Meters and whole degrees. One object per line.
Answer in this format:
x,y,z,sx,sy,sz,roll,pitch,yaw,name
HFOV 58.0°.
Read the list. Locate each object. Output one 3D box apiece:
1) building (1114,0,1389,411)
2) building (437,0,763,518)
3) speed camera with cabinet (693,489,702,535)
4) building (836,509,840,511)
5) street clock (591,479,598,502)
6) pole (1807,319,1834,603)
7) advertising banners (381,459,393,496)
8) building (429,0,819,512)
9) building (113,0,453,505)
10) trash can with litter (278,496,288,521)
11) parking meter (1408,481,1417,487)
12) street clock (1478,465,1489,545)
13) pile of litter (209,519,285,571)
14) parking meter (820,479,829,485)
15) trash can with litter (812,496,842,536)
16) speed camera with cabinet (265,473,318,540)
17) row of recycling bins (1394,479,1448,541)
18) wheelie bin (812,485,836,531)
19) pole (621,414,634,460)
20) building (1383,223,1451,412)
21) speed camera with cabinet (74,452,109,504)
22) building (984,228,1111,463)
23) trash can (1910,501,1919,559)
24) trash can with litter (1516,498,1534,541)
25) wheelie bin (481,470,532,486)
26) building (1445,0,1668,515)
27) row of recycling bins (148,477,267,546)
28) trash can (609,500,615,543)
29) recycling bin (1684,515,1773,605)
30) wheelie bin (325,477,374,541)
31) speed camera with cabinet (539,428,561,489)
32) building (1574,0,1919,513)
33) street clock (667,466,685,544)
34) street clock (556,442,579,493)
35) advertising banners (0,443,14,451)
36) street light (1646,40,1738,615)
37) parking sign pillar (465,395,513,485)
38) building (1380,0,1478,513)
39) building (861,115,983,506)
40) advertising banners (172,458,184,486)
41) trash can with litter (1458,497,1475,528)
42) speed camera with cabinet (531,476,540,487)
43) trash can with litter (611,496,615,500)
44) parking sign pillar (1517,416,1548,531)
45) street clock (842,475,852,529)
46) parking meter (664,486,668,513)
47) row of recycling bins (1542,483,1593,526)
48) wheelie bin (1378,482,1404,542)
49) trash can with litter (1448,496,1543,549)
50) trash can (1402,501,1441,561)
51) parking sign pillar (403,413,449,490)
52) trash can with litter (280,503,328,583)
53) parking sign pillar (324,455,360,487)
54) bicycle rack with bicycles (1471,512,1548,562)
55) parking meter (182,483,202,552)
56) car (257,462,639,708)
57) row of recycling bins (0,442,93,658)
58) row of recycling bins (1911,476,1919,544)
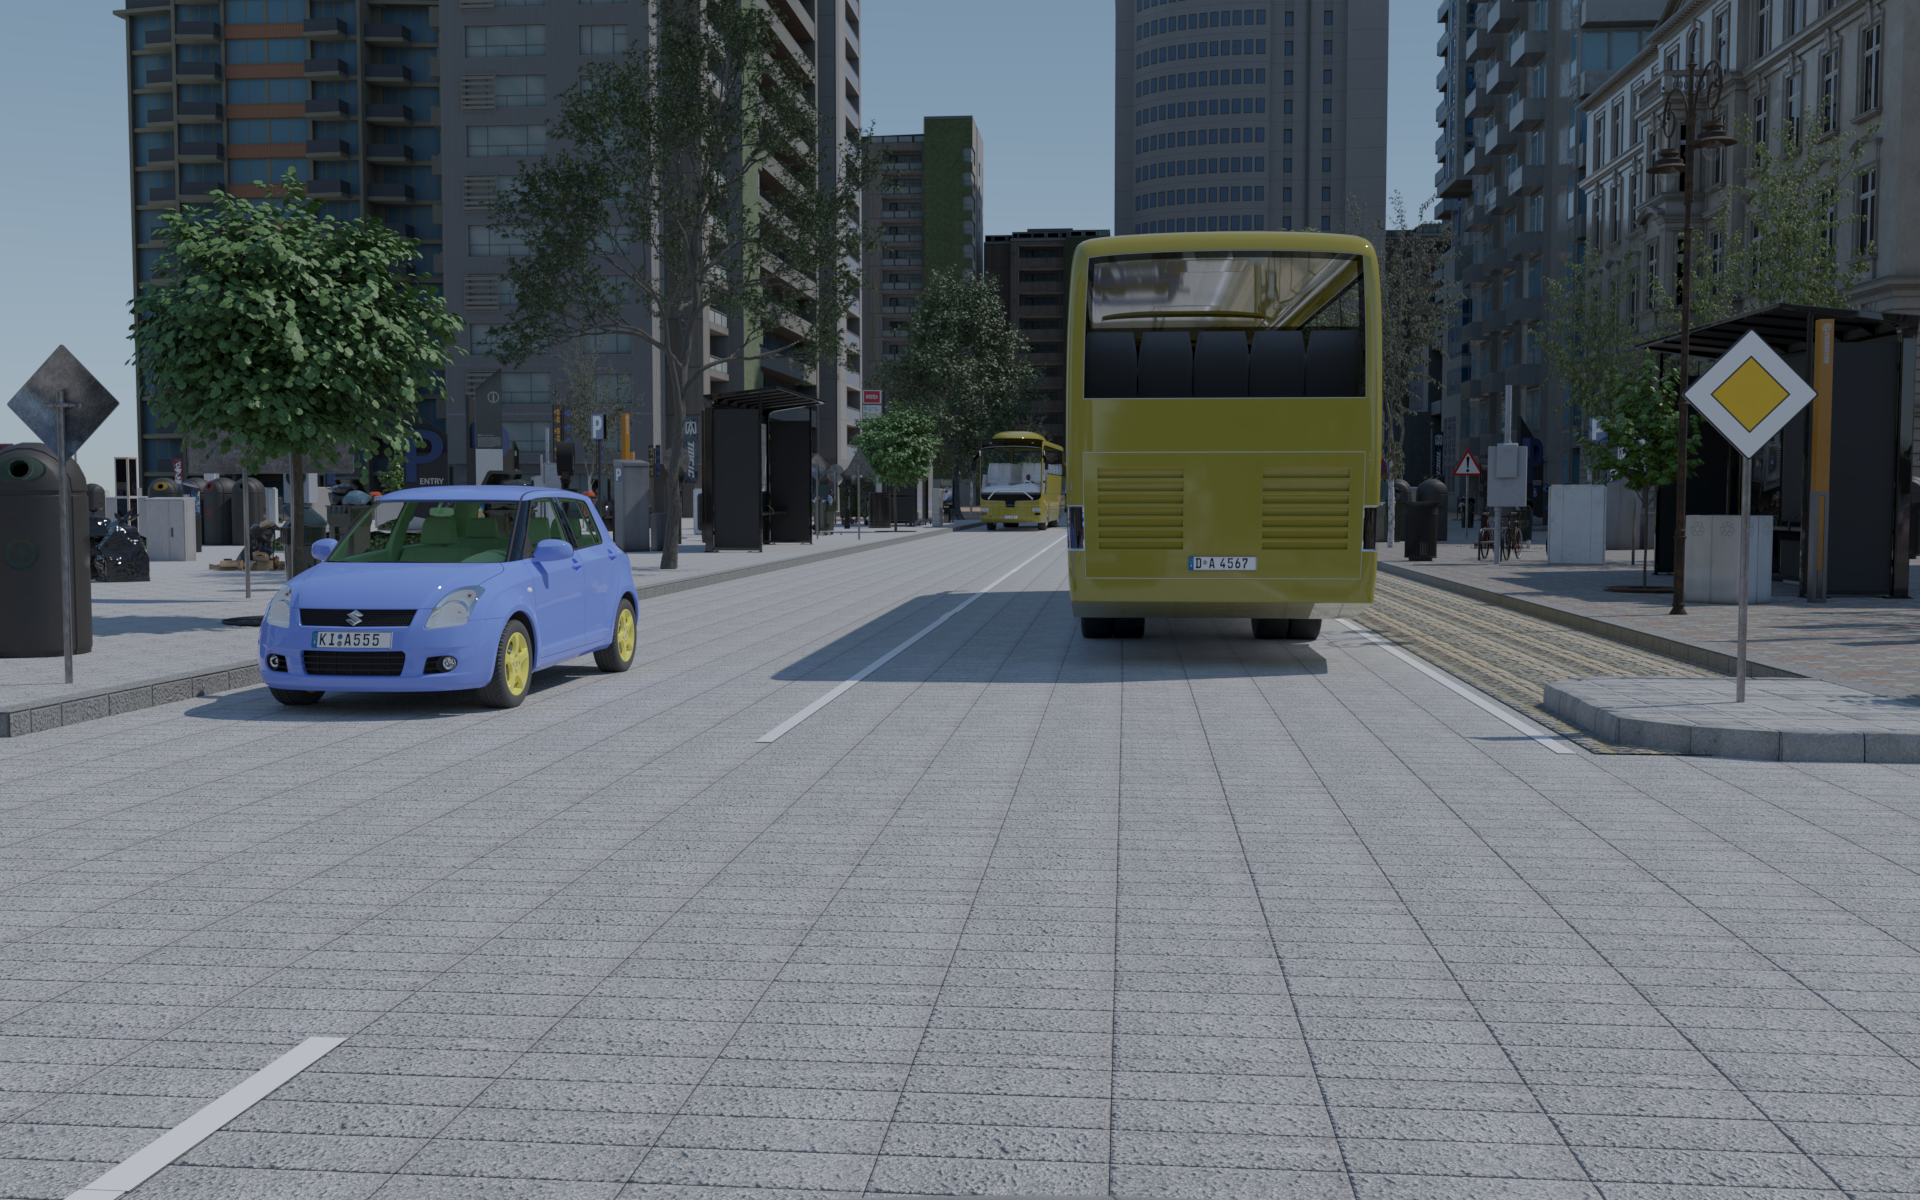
31.080,-39.679,190.743,28.212,58.520,21.231,0,4,5,building
-19.237,-25.175,95.201,14.154,41.232,14.086,0,4,5,building
-7.358,-3.687,54.620,2.038,3.252,0.660,0,4,3,speed camera with cabinet
-22.501,-36.549,139.568,28.212,58.520,21.231,0,4,5,building
-17.191,-4.706,81.507,0.471,2.002,0.358,-1,4,-16,street clock
10.106,-1.620,20.335,0.158,3.312,0.155,0,3,0,pole
-28.705,-5.553,86.987,0.090,3.025,2.074,0,4,4,advertising banners
-21.684,-29.954,113.448,21.300,48.544,21.600,0,4,5,building
-51.156,-29.818,142.146,28.867,44.769,22.147,0,4,5,building
-32.900,-4.375,82.589,2.233,1.210,1.678,0,4,-5,trash can with litter
20.007,-4.343,76.716,0.399,1.863,0.255,1,4,23,parking meter
13.074,-2.359,43.139,0.358,2.002,0.471,1,4,11,street clock
-11.981,-0.940,29.332,1.719,0.858,1.176,3,5,42,pile of litter
-5.254,-3.748,66.994,0.399,1.863,0.255,0,4,-4,parking meter
-4.513,-2.632,54.095,1.678,1.210,2.233,0,4,-5,trash can with litter
-17.739,-3.087,44.808,2.038,3.252,0.660,0,4,3,speed camera with cabinet
11.636,-2.489,47.809,3.534,1.692,1.069,1,4,13,row of recycling bins
-4.764,-3.214,60.459,0.980,1.594,0.693,2,4,32,wheelie bin
-8.502,-3.073,44.079,0.158,3.312,0.155,0,3,0,pole
51.947,-25.434,187.547,14.107,30.474,14.160,0,4,5,building
-35.323,-4.623,69.930,0.660,3.252,2.038,1,4,15,speed camera with cabinet
9.785,-25.658,191.216,14.107,30.474,14.160,0,4,5,building
18.724,-1.387,34.332,0.748,1.137,0.748,0,3,0,trash can
15.408,-2.208,47.487,0.624,1.170,1.055,1,4,19,trash can with litter
-6.076,-0.938,23.250,0.693,1.594,0.980,2,4,29,wheelie bin
41.465,-29.258,97.969,23.786,49.044,30.456,0,4,5,building
-18.982,-2.237,43.695,3.534,1.692,1.069,1,4,21,row of recycling bins
-8.013,-1.823,41.458,0.748,1.137,0.748,0,3,0,trash can
9.061,-0.482,20.428,0.722,1.027,0.722,-3,4,-36,recycling bin
-11.460,-1.508,32.557,0.980,1.594,0.693,1,4,23,wheelie bin
-11.937,-3.472,51.101,0.660,3.252,2.038,-1,4,-16,speed camera with cabinet
33.070,-15.032,64.863,14.460,24.649,34.723,0,4,5,building
-7.236,-2.421,44.147,0.358,2.002,0.471,-3,5,-43,street clock
-5.465,-1.192,24.055,0.358,2.002,0.471,-1,4,-9,street clock
-32.087,-3.886,59.727,2.074,3.025,0.090,0,4,1,advertising banners
7.656,-2.783,18.284,0.468,5.910,1.993,0,4,5,street light
-12.901,-3.612,47.535,1.447,3.967,1.447,2,4,33,parking sign pillar
43.874,-49.831,127.406,22.319,86.520,31.000,0,4,5,building
-4.818,-31.035,191.019,14.086,41.232,14.154,0,4,5,building
-36.755,-5.321,83.184,2.074,3.025,0.090,0,4,-5,advertising banners
19.233,-3.329,65.810,0.624,1.170,1.055,1,4,13,trash can with litter
-21.460,-5.692,87.405,0.660,3.252,2.038,-2,4,-27,speed camera with cabinet
-17.123,-4.708,88.035,2.233,1.210,1.678,0,4,2,trash can with litter
19.852,-4.395,60.333,1.447,3.967,1.447,3,5,43,parking sign pillar
-4.157,-3.618,63.719,0.358,2.002,0.471,-1,4,-16,street clock
-9.286,-2.883,55.555,0.372,1.533,0.369,0,3,0,parking meter
22.174,-3.522,64.694,3.534,1.692,1.069,0,4,-8,row of recycling bins
11.400,-2.342,46.203,0.693,1.594,0.980,-2,4,-24,wheelie bin
12.800,-1.842,41.169,1.678,1.210,2.233,-2,4,-25,trash can with litter
8.835,-1.318,33.202,0.748,1.137,0.748,0,3,0,trash can
-16.227,-3.924,52.637,1.447,3.967,1.447,-1,4,-16,parking sign pillar
-8.568,-0.718,23.130,1.055,1.170,0.624,2,4,30,trash can with litter
-24.224,-4.855,67.856,1.447,3.967,1.447,-2,4,-27,parking sign pillar
11.048,-1.234,33.560,2.852,0.926,2.925,3,4,37,bicycle rack with bicycles
-16.899,-1.816,38.099,0.372,1.533,0.369,0,3,0,parking meter
-3.657,-0.195,12.782,1.945,1.707,3.694,0,4,7,car
-8.760,-0.427,14.088,3.534,1.692,1.069,0,4,7,row of recycling bins
21.954,-2.062,40.822,3.534,1.692,1.069,3,4,38,row of recycling bins
